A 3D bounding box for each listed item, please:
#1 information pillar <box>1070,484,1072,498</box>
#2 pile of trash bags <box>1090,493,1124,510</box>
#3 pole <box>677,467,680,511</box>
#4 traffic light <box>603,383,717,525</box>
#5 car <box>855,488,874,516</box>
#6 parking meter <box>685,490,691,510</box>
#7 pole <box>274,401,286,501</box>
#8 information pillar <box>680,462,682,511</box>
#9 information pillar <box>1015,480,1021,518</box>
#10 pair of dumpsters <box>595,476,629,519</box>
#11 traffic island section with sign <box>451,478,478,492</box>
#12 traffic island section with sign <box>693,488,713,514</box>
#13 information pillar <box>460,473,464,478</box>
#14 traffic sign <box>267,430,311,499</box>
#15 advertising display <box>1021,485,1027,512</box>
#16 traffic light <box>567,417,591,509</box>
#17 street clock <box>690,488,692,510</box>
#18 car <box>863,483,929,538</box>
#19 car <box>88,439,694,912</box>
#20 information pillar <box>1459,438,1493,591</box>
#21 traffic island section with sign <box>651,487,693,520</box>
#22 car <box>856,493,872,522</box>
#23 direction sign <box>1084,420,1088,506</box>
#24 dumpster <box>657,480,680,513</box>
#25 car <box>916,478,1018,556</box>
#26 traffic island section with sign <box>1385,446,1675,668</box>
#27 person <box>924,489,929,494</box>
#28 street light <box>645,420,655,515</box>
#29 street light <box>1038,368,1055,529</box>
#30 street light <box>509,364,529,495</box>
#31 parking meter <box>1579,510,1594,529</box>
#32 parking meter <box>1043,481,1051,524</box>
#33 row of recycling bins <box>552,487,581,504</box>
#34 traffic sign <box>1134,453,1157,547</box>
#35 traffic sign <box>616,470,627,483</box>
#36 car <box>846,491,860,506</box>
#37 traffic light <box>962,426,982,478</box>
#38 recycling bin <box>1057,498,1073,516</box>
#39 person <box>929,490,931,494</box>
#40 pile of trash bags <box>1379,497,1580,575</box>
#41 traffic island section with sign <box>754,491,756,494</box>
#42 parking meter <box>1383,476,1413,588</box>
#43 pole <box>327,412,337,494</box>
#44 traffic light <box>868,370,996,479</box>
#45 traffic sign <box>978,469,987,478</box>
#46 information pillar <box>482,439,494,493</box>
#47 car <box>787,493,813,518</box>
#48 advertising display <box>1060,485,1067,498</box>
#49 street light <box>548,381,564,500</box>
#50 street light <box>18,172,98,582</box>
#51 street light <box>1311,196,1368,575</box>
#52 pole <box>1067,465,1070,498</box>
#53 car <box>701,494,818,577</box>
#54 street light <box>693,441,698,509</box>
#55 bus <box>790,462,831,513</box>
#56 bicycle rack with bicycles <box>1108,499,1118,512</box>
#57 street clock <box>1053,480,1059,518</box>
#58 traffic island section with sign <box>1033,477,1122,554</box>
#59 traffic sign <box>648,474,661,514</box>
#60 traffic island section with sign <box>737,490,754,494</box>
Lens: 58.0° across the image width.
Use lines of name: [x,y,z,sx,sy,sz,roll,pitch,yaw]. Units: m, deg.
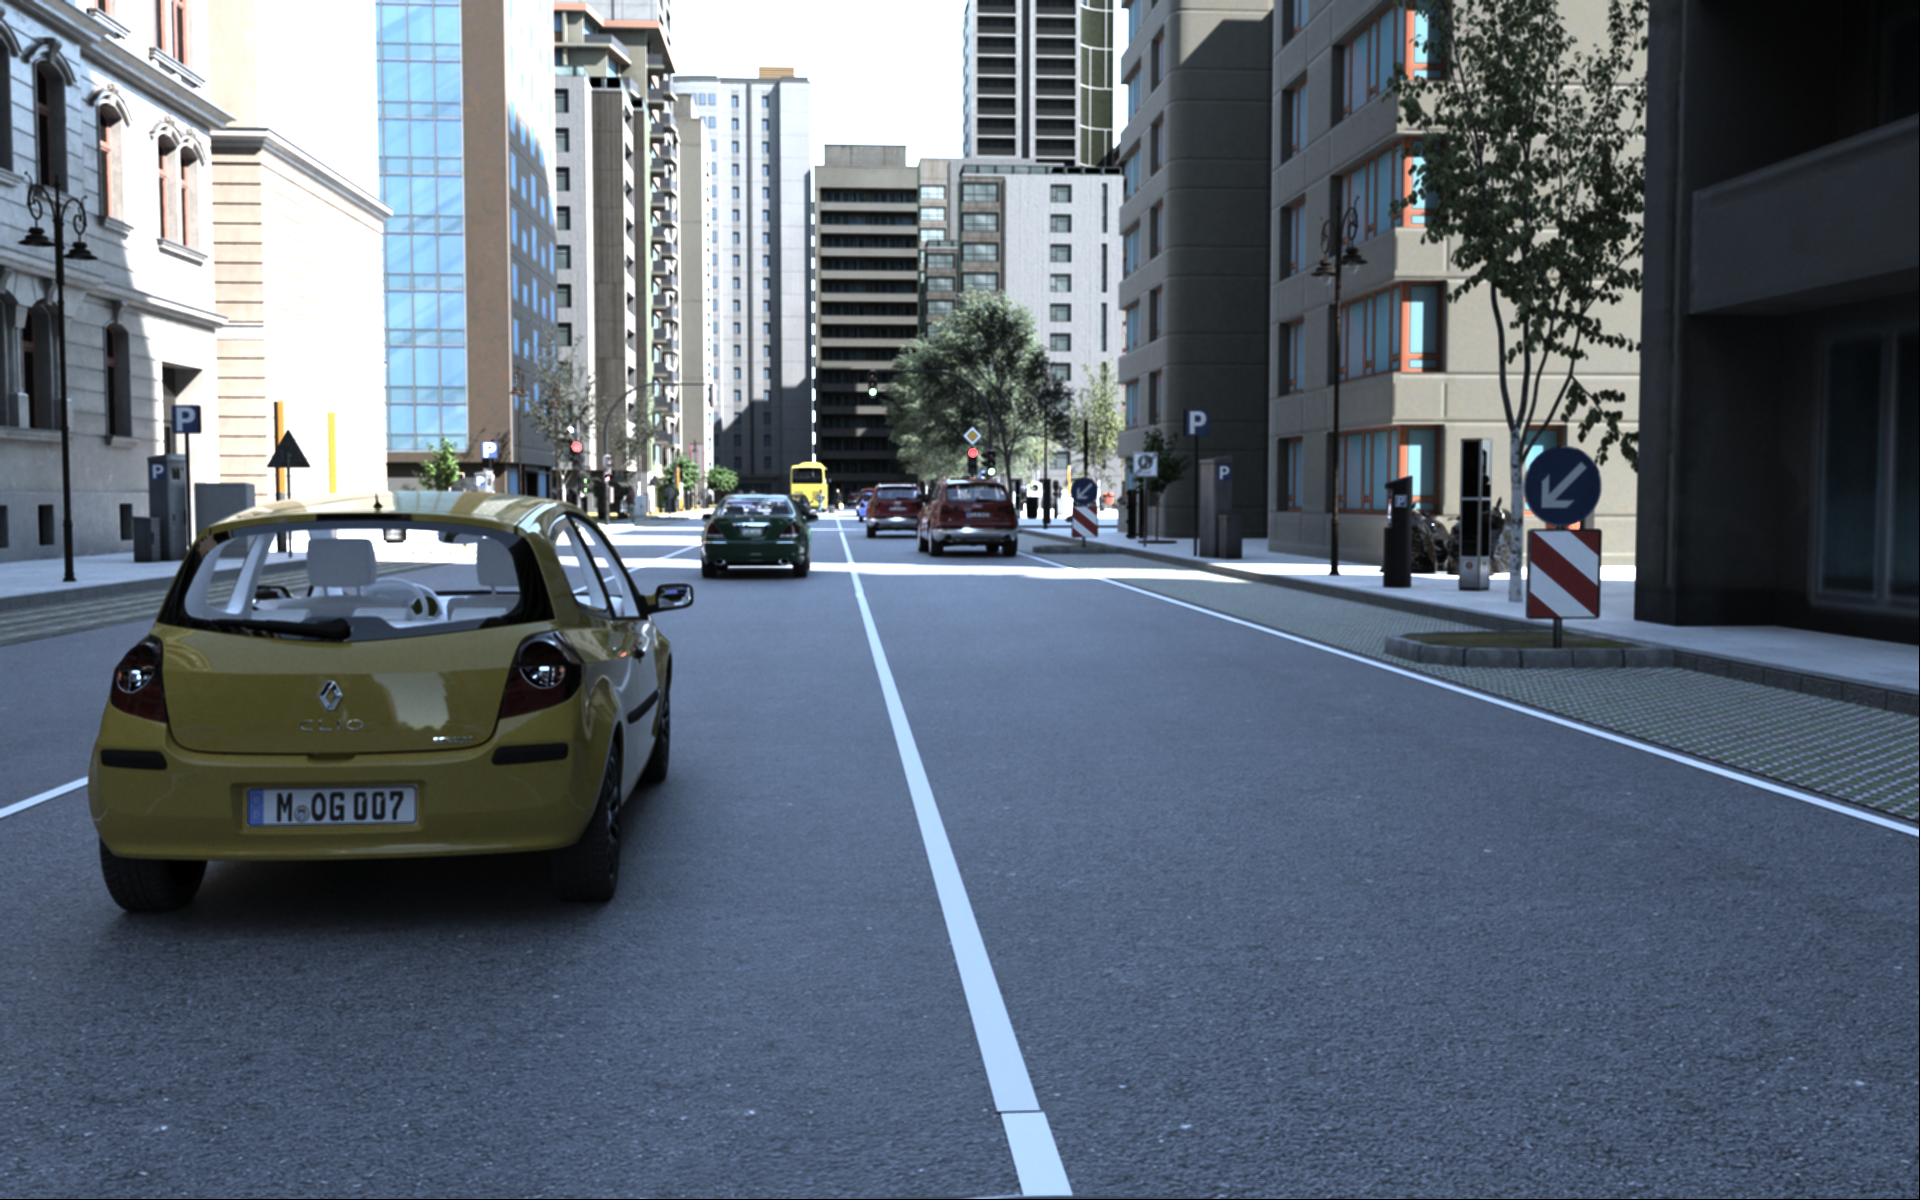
information pillar: [7.964,-7.341,124.512,0.304,2.012,0.304,-2,4,-34]
pile of trash bags: [10.481,-7.551,133.215,1.912,1.369,3.447,-3,5,-44]
pole: [-21.351,-8.404,131.245,0.158,3.312,0.155,0,3,0]
traffic light: [-12.342,-5.889,70.959,4.771,5.953,1.251,0,4,-4]
car: [-5.888,-6.537,115.557,2.281,1.827,5.304,0,4,-3]
parking meter: [-21.736,-8.108,138.283,0.255,1.863,0.399,3,4,38]
pole: [-14.971,-2.710,38.148,0.158,3.312,0.155,0,3,0]
information pillar: [-20.714,-8.394,128.593,0.183,3.616,0.504,0,4,2]
information pillar: [3.049,-5.300,91.143,0.304,2.012,0.304,0,4,7]
pair of dumpsters: [-17.992,-5.347,89.920,1.574,2.255,4.437,0,4,-4]
traffic island section with sign: [-11.931,-2.013,41.545,1.989,1.847,2.006,0,4,-4]
traffic island section with sign: [-18.024,-6.968,122.549,1.989,1.847,2.006,0,4,-4]
information pillar: [-17.342,-3.393,59.966,0.304,2.012,0.304,-2,4,-34]
traffic sign: [-13.528,-2.136,34.920,0.884,2.594,0.081,0,4,0]
advertising display: [4.494,-7.433,126.738,0.974,1.923,0.123,2,4,29]
traffic light: [-13.822,-4.519,62.805,0.839,4.253,0.868,0,4,-4]
street clock: [-21.893,-8.292,140.144,0.358,2.002,0.471,-2,4,-29]
car: [-2.133,-3.039,58.363,2.281,1.827,5.304,0,4,-3]
car: [-2.192,0.171,7.435,2.015,1.641,3.980,0,4,-6]
information pillar: [6.856,-1.134,23.039,0.304,2.012,0.304,3,5,44]
traffic island section with sign: [-15.999,-5.324,95.669,1.989,1.847,2.006,0,4,-4]
car: [-4.409,-4.905,89.786,1.945,1.707,3.694,0,4,-4]
direction sign: [3.866,-3.745,53.229,0.379,3.537,0.876,1,4,9]
dumpster: [-20.249,-7.188,120.015,1.502,2.255,1.985,0,4,-4]
car: [0.137,-2.008,41.501,2.281,1.827,5.304,0,4,-6]
traffic island section with sign: [4.823,-0.396,15.100,1.989,1.847,2.006,0,4,-4]
person: [-3.299,-9.755,166.094,0.434,1.755,0.990,3,5,42]
street light: [-19.252,-8.240,107.517,0.468,5.910,1.993,0,4,-4]
street light: [3.153,-5.562,63.729,0.468,5.910,1.993,0,4,-4]
street light: [-15.689,-5.441,61.754,0.468,5.910,1.993,0,4,-4]
parking meter: [10.693,-1.468,29.711,0.255,1.863,0.399,3,5,44]
parking meter: [3.743,-4.225,74.783,0.255,1.863,0.399,-1,4,-15]
row of recycling bins: [-24.286,-5.997,105.167,3.534,1.692,1.069,3,5,39]
traffic sign: [4.513,-2.452,42.228,0.606,2.300,0.079,0,4,5]
traffic sign: [-18.529,-5.764,94.248,0.884,2.594,0.081,0,4,-4]
car: [-12.111,-11.833,202.142,2.281,1.827,5.304,0,4,-4]
traffic light: [0.496,-5.075,71.903,0.839,4.253,0.868,0,4,-4]
recycling bin: [6.262,-5.530,102.964,0.722,1.027,0.722,-3,4,-37]
person: [-3.154,-10.704,181.765,1.217,1.736,0.721,2,4,28]
pile of trash bags: [8.422,-1.105,27.814,1.912,1.369,3.447,-3,5,-39]
traffic island section with sign: [-23.839,-11.696,199.861,1.989,1.847,2.006,0,4,-4]
parking meter: [6.039,-0.946,23.880,0.372,1.533,0.369,0,3,0]
pole: [-15.681,-3.024,43.278,0.158,3.312,0.155,0,3,0]
traffic light: [-0.983,-5.442,63.642,4.771,5.953,1.251,0,4,-4]
traffic sign: [1.285,-5.422,88.760,0.768,2.556,0.104,0,4,-1]
information pillar: [-19.981,-5.021,73.449,0.504,3.616,0.183,-1,4,-15]
car: [-9.534,-5.548,100.488,2.009,1.686,4.222,0,4,-3]
advertising display: [7.764,-7.524,128.226,0.123,1.923,0.974,3,5,42]
street light: [-16.545,-6.010,71.048,0.468,5.910,1.993,0,4,-4]
street light: [-13.088,-3.210,25.277,0.468,5.910,1.993,0,4,-4]
street light: [5.931,-3.332,27.266,0.468,5.910,1.993,0,4,-4]
pole: [7.703,-7.880,122.688,0.158,3.312,0.155,0,3,0]
car: [-3.631,-1.189,31.245,2.131,1.459,4.920,0,4,-4]
street light: [-22.034,-10.479,144.124,0.468,5.910,1.993,0,4,-4]
bus: [-11.529,-8.675,133.375,2.896,3.916,12.252,0,4,-3]
bicycle rack with bicycles: [11.735,-6.726,123.344,2.852,0.926,2.925,1,4,14]
street clock: [5.085,-5.345,91.964,0.358,2.002,0.471,0,4,-7]
traffic island section with sign: [2.803,-2.045,42.056,1.989,1.847,2.006,0,4,-4]
traffic sign: [-19.953,-6.920,113.142,0.884,2.594,0.081,0,4,1]
traffic island section with sign: [-21.780,-10.017,172.397,1.989,1.847,2.006,0,4,-4]
